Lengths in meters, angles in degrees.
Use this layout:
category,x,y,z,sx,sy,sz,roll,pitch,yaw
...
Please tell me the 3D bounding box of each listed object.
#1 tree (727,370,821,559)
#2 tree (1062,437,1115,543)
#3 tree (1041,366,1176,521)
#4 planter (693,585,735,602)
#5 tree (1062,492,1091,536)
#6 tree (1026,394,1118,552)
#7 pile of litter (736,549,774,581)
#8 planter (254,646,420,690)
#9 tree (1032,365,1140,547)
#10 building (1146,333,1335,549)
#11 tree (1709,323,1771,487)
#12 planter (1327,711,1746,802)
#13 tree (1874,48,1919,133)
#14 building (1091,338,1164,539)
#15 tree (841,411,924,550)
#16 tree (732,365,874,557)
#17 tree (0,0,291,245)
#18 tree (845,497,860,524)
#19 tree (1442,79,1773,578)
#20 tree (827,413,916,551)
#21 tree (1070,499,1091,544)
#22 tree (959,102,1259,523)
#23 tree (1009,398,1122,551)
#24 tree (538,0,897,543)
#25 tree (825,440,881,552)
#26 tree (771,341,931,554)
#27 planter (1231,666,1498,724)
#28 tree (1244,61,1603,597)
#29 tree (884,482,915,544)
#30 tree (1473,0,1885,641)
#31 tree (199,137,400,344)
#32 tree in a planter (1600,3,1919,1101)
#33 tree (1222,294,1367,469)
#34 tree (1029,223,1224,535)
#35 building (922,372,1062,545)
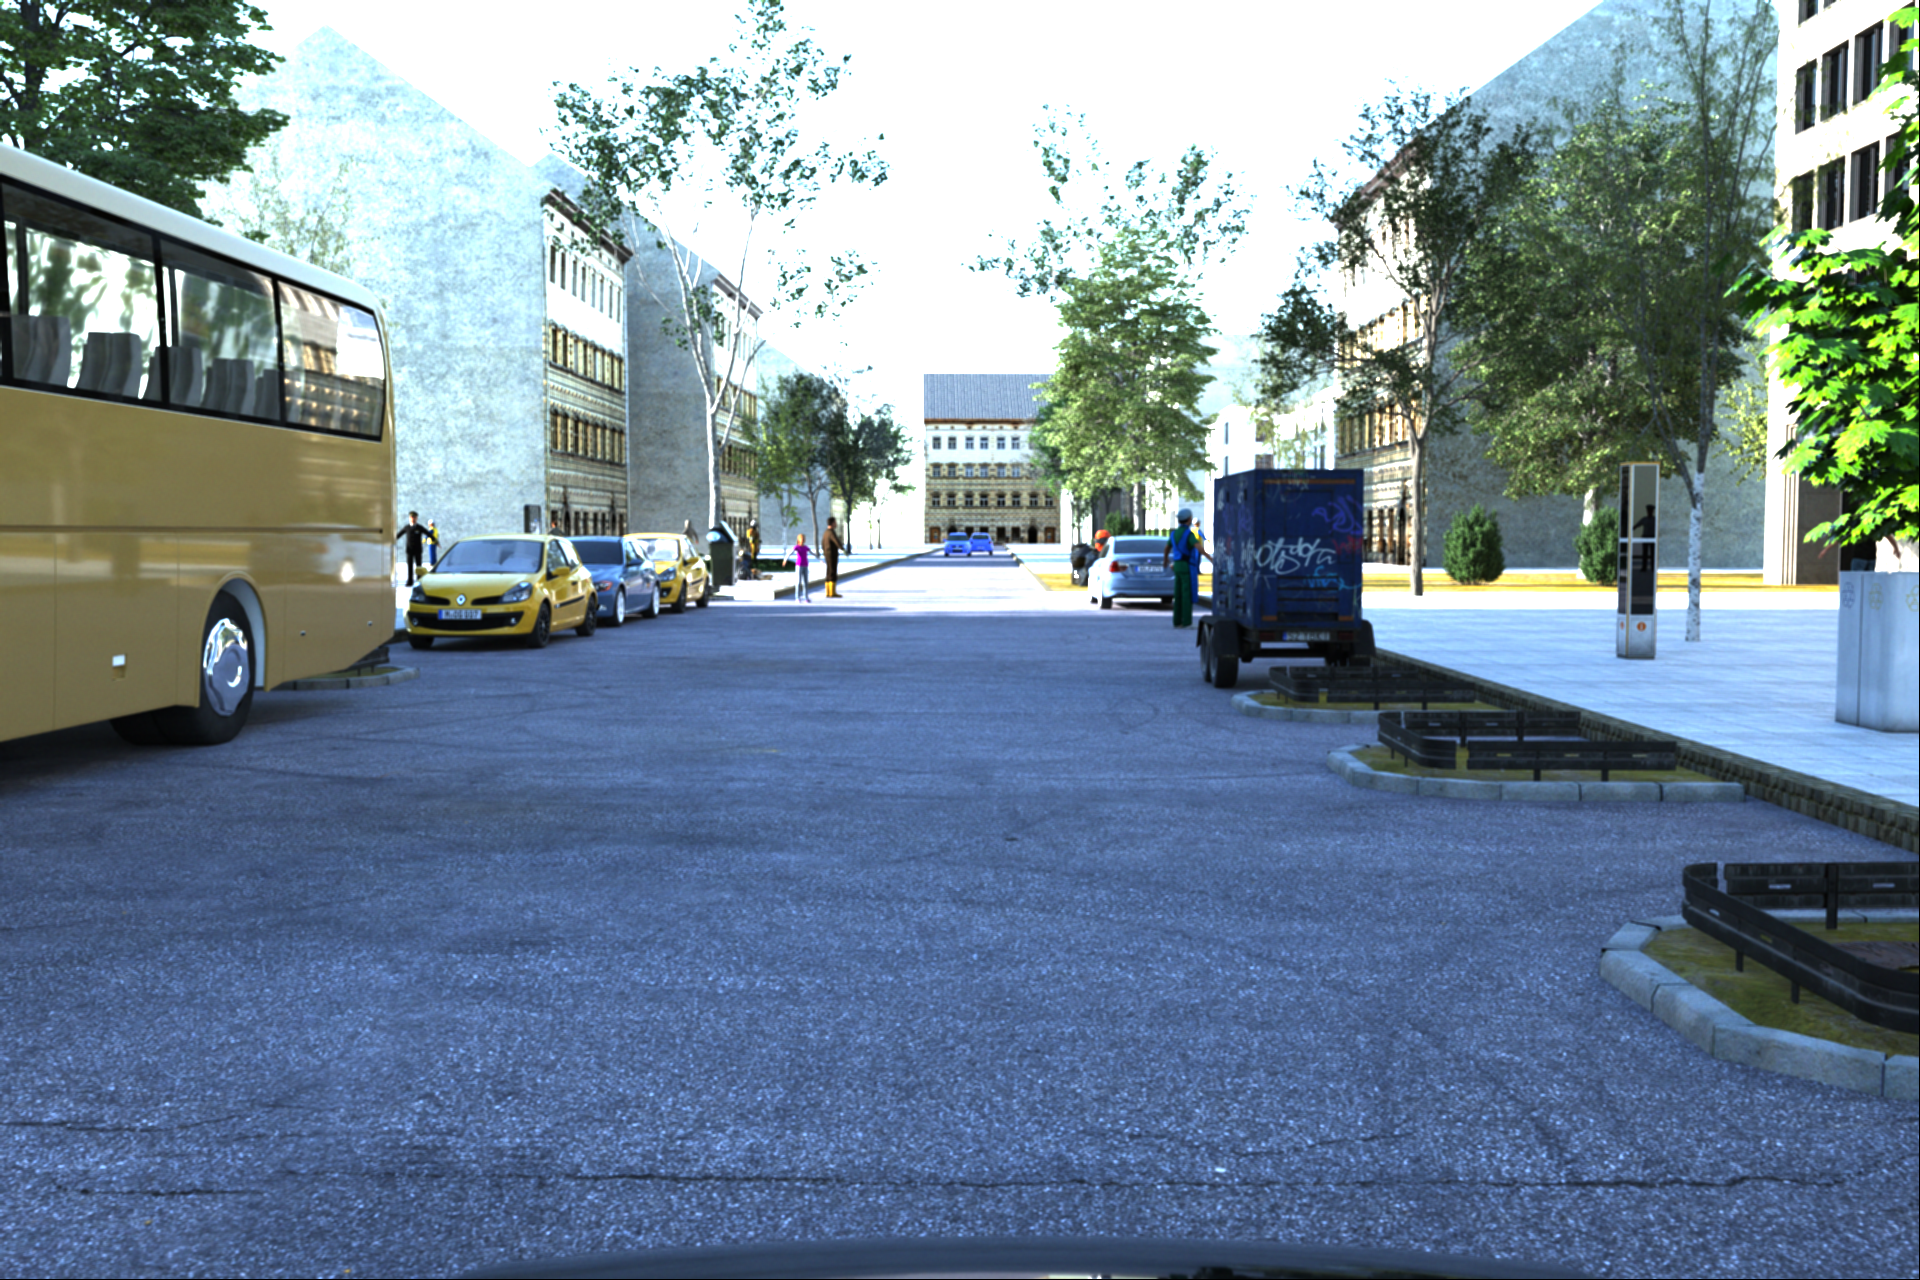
category,x,y,z,sx,sy,sz,roll,pitch,yaw
tree,-7.991,-7.751,77.093,4.737,8.622,4.395,0,3,0
tree,8.297,-10.056,114.770,4.737,8.622,4.395,0,3,0
tree,8.133,-9.673,92.564,8.767,10.594,7.601,2,4,32
planter,-5.972,-1.016,37.745,1.991,0.319,1.994,0,4,2
tree,16.215,-17.047,229.077,4.360,8.622,3.978,0,3,0
tree,8.352,-12.077,123.208,9.928,11.665,9.643,0,3,0
pile of litter,-5.771,-2.103,48.342,1.176,0.858,1.719,0,4,3
planter,-6.408,0.262,16.857,1.991,0.319,1.994,0,4,1
tree,8.024,-10.958,104.916,9.928,11.665,9.643,0,3,0
building,27.064,-18.019,161.074,16.747,18.905,31.486,0,4,1
tree,26.758,-6.508,56.768,4.737,8.622,4.395,0,3,0
planter,3.246,0.664,10.289,1.991,0.319,1.994,0,4,2
tree,9.469,-5.279,12.072,9.928,11.665,9.643,0,3,0
building,28.704,-21.546,196.252,27.936,21.610,32.646,0,4,1
tree,-6.801,-13.336,143.801,9.928,11.665,9.643,0,3,0
tree,-8.147,-9.860,95.628,7.601,10.594,8.767,2,4,31
tree,-12.471,-6.416,23.028,7.486,12.596,7.792,0,3,0
tree,-16.570,-19.220,232.373,7.486,12.596,7.792,0,3,0
tree,18.476,-8.799,50.523,9.857,13.997,8.962,0,3,0
tree,-7.189,-12.236,134.467,8.767,10.594,7.601,3,4,38
tree,17.082,-17.371,234.372,4.737,8.622,4.395,0,3,0
tree,6.023,-13.585,78.010,12.611,20.169,13.585,0,3,0
tree,8.802,-13.707,134.476,12.009,13.543,11.850,0,3,0
tree,-8.134,-12.389,58.449,12.611,20.169,13.585,0,3,0
tree,-7.273,-10.392,120.267,4.737,8.622,4.395,0,3,0
tree,-7.089,-12.203,109.889,12.009,13.543,11.850,0,3,0
planter,3.251,0.432,14.072,1.991,0.319,1.994,0,4,0
tree,9.093,-6.166,35.220,7.601,10.594,8.767,-2,4,-27
tree,-7.625,-17.245,232.320,4.360,8.622,3.978,0,3,0
tree,8.909,-4.278,20.308,4.360,8.622,3.978,0,3,0
tree,-12.019,-4.985,31.866,4.360,8.622,3.978,0,3,0
tree in a planter,3.062,-0.483,5.119,1.991,3.239,1.994,0,4,1
tree,9.723,-6.321,53.707,4.360,8.622,3.978,0,3,0
tree,6.244,-8.921,63.983,7.486,12.596,7.792,0,3,0
building,3.998,-24.527,234.402,18.063,23.208,19.493,0,4,-2
